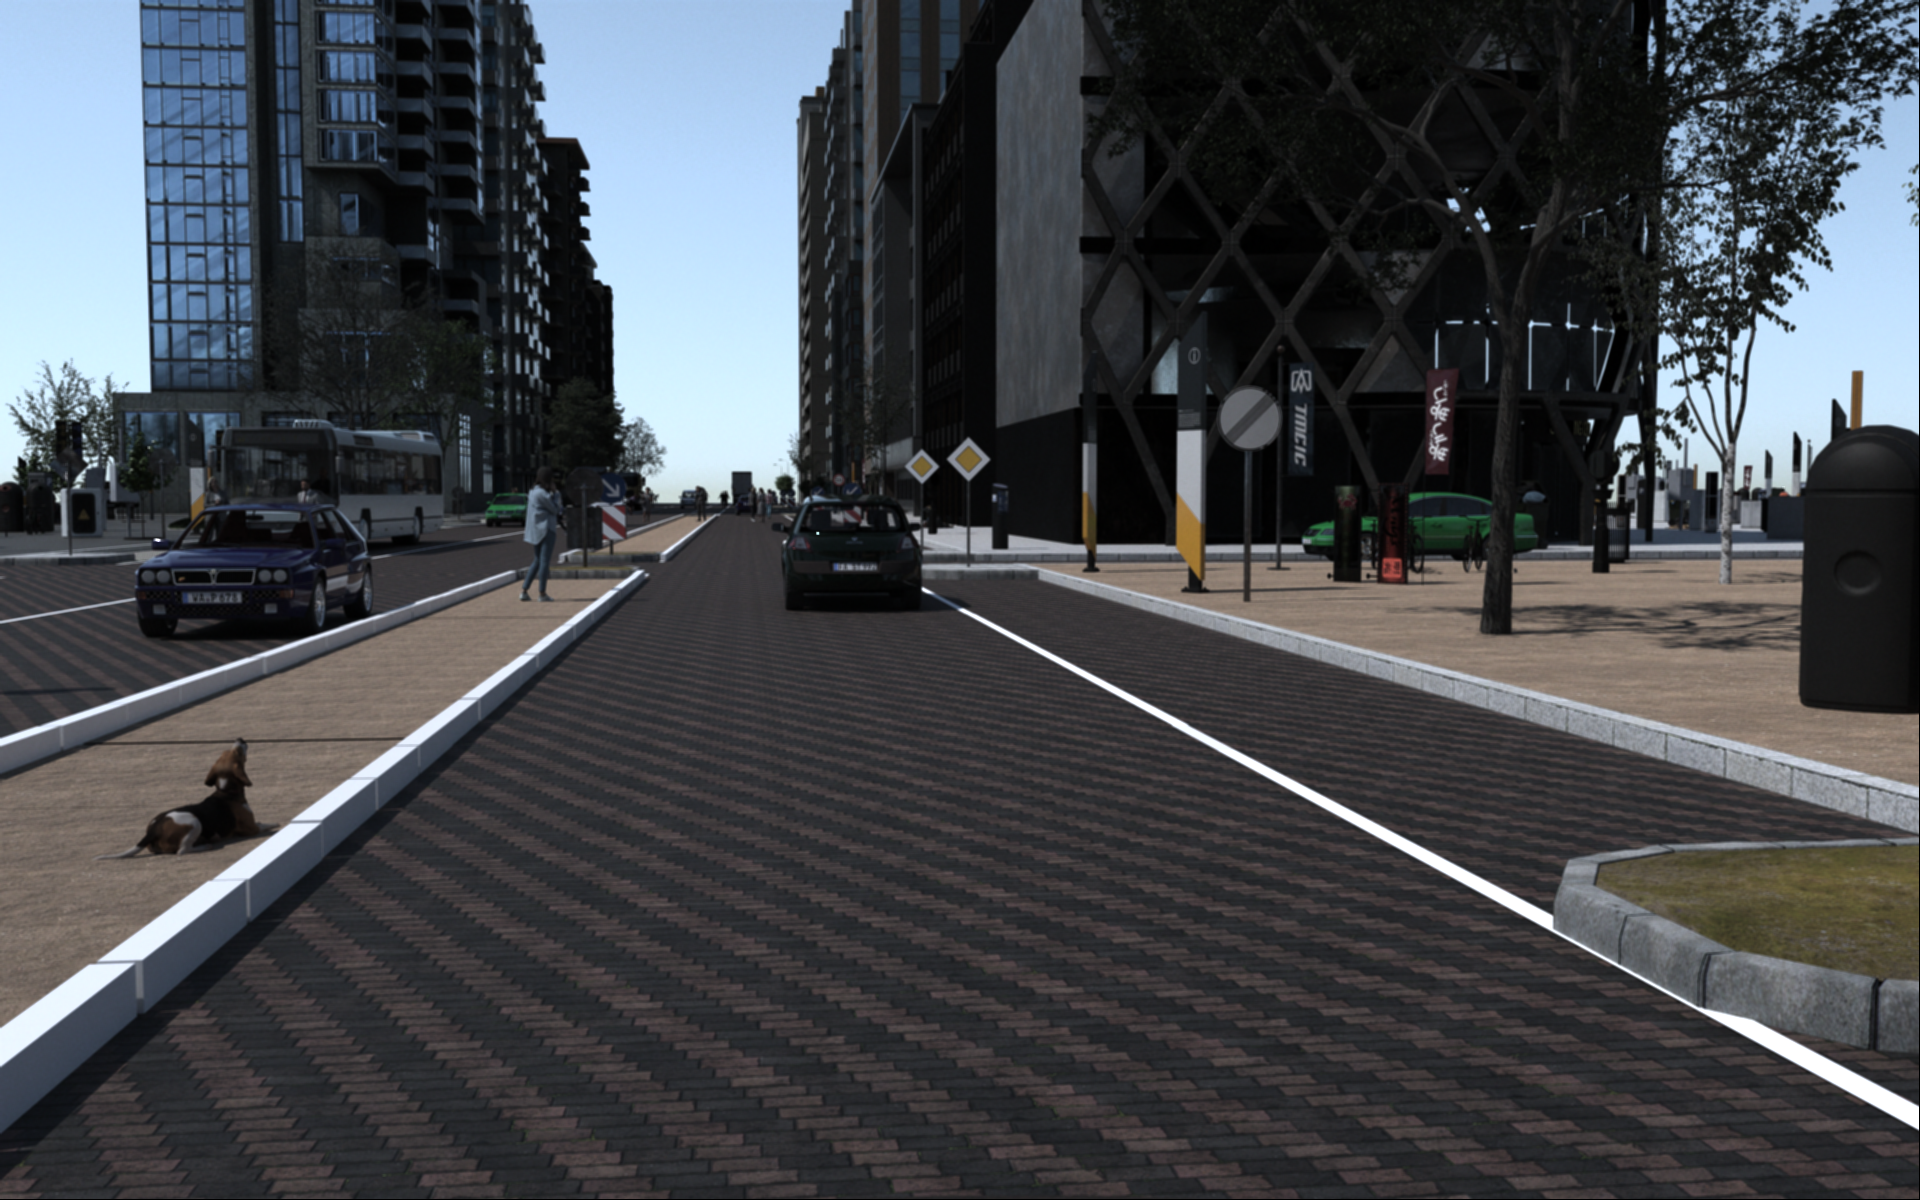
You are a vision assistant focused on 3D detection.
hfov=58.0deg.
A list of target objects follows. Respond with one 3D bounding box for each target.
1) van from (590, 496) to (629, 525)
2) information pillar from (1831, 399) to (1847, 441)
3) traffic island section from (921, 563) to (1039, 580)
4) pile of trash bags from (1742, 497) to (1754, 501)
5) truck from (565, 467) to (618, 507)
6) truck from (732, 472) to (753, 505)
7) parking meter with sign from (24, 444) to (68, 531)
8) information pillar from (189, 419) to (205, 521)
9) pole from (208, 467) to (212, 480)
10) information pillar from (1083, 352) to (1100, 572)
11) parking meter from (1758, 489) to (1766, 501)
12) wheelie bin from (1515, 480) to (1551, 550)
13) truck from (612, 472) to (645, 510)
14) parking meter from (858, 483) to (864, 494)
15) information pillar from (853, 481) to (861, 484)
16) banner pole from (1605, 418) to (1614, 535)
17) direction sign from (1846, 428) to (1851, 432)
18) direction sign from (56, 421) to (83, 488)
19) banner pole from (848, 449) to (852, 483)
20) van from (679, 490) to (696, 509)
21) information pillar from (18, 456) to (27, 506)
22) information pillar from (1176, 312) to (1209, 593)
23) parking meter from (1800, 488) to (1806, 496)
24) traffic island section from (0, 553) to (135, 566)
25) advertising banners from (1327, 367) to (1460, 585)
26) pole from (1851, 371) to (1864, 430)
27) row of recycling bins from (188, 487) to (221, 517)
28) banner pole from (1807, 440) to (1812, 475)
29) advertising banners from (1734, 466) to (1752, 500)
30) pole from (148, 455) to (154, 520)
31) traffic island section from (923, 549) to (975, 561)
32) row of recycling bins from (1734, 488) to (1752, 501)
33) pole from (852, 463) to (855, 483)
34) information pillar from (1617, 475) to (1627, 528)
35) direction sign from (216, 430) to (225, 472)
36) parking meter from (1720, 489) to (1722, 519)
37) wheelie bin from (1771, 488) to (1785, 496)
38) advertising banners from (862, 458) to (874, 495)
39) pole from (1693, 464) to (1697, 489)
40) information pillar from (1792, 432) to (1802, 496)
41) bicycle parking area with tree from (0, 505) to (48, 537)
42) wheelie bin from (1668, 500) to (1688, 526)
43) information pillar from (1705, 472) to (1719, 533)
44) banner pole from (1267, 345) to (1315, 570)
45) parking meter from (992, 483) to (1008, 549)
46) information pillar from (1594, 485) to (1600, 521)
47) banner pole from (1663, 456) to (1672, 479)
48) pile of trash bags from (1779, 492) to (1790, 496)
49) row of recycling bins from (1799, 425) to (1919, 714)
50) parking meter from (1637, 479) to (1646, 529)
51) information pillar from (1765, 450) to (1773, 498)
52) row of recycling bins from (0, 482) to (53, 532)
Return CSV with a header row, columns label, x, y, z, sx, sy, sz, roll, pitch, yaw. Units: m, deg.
label,x,y,z,sx,sy,sz,roll,pitch,yaw
van,-15.869,-4.333,77.853,2.013,2.044,4.112,-1,4,-9
information pillar,21.684,-3.148,42.817,0.504,3.616,0.183,-2,4,-30
traffic island section,0.169,-0.497,30.413,2.009,0.180,2.903,0,4,-7
pile of trash bags,43.192,-5.386,97.819,3.447,1.369,1.912,2,4,29
truck,-26.226,-7.866,124.539,3.469,3.379,9.791,0,4,-7
truck,-27.961,-14.280,222.385,2.839,4.237,11.283,0,4,-7
parking meter with sign,-32.111,-3.929,60.504,1.738,3.016,0.543,0,4,7
information pillar,-23.961,-3.856,54.406,0.504,3.616,0.183,1,4,14
pole,-38.779,-5.856,89.589,0.158,3.312,0.155,0,3,0
information pillar,2.131,-2.264,28.377,0.183,3.616,0.504,1,4,23
parking meter,41.194,-4.926,88.954,0.372,1.533,0.369,0,3,0
wheelie bin,13.179,-1.964,40.026,0.693,1.594,0.980,-1,4,-20
truck,-29.639,-9.664,153.922,3.469,3.379,9.791,-1,4,-9
parking meter,-5.006,-4.943,86.535,0.399,1.863,0.255,0,4,5
information pillar,-5.936,-5.828,99.786,0.304,2.012,0.304,2,4,30
banner pole,20.455,-3.948,54.570,0.401,3.779,0.863,0,4,2
direction sign,30.684,-4.119,59.348,0.876,3.537,0.379,-1,4,-10
direction sign,-27.778,-3.798,54.088,0.379,3.537,0.876,2,4,26
banner pole,-6.185,-6.541,96.959,0.401,3.779,0.863,1,4,11
van,-26.620,-9.995,170.431,2.013,2.044,4.112,0,4,-6
information pillar,-57.465,-7.025,106.212,0.504,3.616,0.183,-3,5,-43
information pillar,3.019,-1.906,22.525,0.183,3.616,0.504,-2,4,-35
parking meter,32.960,-3.639,67.915,0.372,1.533,0.369,0,3,0
traffic island section,-18.575,-0.847,36.133,2.009,0.180,2.903,0,4,-7
advertising banners,6.142,-1.739,24.618,0.090,3.025,2.074,-3,5,-44
pole,14.879,-2.138,28.799,0.158,3.312,0.155,0,3,0
row of recycling bins,-41.814,-5.470,96.547,3.534,1.692,1.069,3,4,37
banner pole,39.171,-5.497,79.890,0.401,3.779,0.863,3,4,39
advertising banners,47.991,-6.787,107.161,0.090,3.025,2.074,-3,4,-37
pole,-40.102,-5.628,85.853,0.158,3.312,0.155,0,3,0
traffic island section,-0.820,-0.982,38.337,2.009,0.180,2.903,0,4,-7
row of recycling bins,51.346,-6.440,112.411,3.534,1.692,1.069,2,4,35
pole,-6.869,-7.228,112.028,0.158,3.312,0.155,0,3,0
information pillar,25.104,-3.745,65.719,0.304,2.012,0.304,1,4,15
direction sign,-25.866,-4.245,61.395,0.876,3.537,0.379,-1,4,-13
parking meter,38.393,-4.827,87.336,0.372,1.533,0.369,0,3,0
wheelie bin,43.688,-5.178,92.573,0.980,1.594,0.693,3,5,44
advertising banners,-4.450,-5.334,83.404,0.090,3.025,2.074,-1,4,-16
pole,50.286,-7.622,118.466,0.158,3.312,0.155,0,3,0
information pillar,31.342,-4.499,64.911,0.183,3.616,0.504,0,3,0
bicycle parking area with tree,-32.422,-3.989,52.230,8.231,4.147,9.016,0,4,-2
wheelie bin,29.087,-3.805,70.113,0.693,1.594,0.980,3,4,37
information pillar,24.912,-3.237,57.417,0.304,2.012,0.304,0,4,5
banner pole,5.583,-2.392,29.120,0.863,3.779,0.401,3,4,38
parking meter,0.937,-1.950,40.296,0.372,1.533,0.369,0,3,0
information pillar,28.811,-5.332,78.540,0.504,3.616,0.183,0,4,-4
banner pole,46.486,-7.580,113.956,0.863,3.779,0.401,-1,4,-20
pile of trash bags,39.349,-4.431,82.195,1.912,1.369,3.447,2,4,33
row of recycling bins,6.148,-0.131,9.249,1.069,1.692,3.534,-2,4,-29
parking meter,25.178,-3.556,63.844,0.255,1.863,0.399,-2,4,-32
information pillar,42.793,-6.138,91.712,0.504,3.616,0.183,-2,4,-30
row of recycling bins,-32.575,-3.140,58.448,3.534,1.692,1.069,-1,4,-16
